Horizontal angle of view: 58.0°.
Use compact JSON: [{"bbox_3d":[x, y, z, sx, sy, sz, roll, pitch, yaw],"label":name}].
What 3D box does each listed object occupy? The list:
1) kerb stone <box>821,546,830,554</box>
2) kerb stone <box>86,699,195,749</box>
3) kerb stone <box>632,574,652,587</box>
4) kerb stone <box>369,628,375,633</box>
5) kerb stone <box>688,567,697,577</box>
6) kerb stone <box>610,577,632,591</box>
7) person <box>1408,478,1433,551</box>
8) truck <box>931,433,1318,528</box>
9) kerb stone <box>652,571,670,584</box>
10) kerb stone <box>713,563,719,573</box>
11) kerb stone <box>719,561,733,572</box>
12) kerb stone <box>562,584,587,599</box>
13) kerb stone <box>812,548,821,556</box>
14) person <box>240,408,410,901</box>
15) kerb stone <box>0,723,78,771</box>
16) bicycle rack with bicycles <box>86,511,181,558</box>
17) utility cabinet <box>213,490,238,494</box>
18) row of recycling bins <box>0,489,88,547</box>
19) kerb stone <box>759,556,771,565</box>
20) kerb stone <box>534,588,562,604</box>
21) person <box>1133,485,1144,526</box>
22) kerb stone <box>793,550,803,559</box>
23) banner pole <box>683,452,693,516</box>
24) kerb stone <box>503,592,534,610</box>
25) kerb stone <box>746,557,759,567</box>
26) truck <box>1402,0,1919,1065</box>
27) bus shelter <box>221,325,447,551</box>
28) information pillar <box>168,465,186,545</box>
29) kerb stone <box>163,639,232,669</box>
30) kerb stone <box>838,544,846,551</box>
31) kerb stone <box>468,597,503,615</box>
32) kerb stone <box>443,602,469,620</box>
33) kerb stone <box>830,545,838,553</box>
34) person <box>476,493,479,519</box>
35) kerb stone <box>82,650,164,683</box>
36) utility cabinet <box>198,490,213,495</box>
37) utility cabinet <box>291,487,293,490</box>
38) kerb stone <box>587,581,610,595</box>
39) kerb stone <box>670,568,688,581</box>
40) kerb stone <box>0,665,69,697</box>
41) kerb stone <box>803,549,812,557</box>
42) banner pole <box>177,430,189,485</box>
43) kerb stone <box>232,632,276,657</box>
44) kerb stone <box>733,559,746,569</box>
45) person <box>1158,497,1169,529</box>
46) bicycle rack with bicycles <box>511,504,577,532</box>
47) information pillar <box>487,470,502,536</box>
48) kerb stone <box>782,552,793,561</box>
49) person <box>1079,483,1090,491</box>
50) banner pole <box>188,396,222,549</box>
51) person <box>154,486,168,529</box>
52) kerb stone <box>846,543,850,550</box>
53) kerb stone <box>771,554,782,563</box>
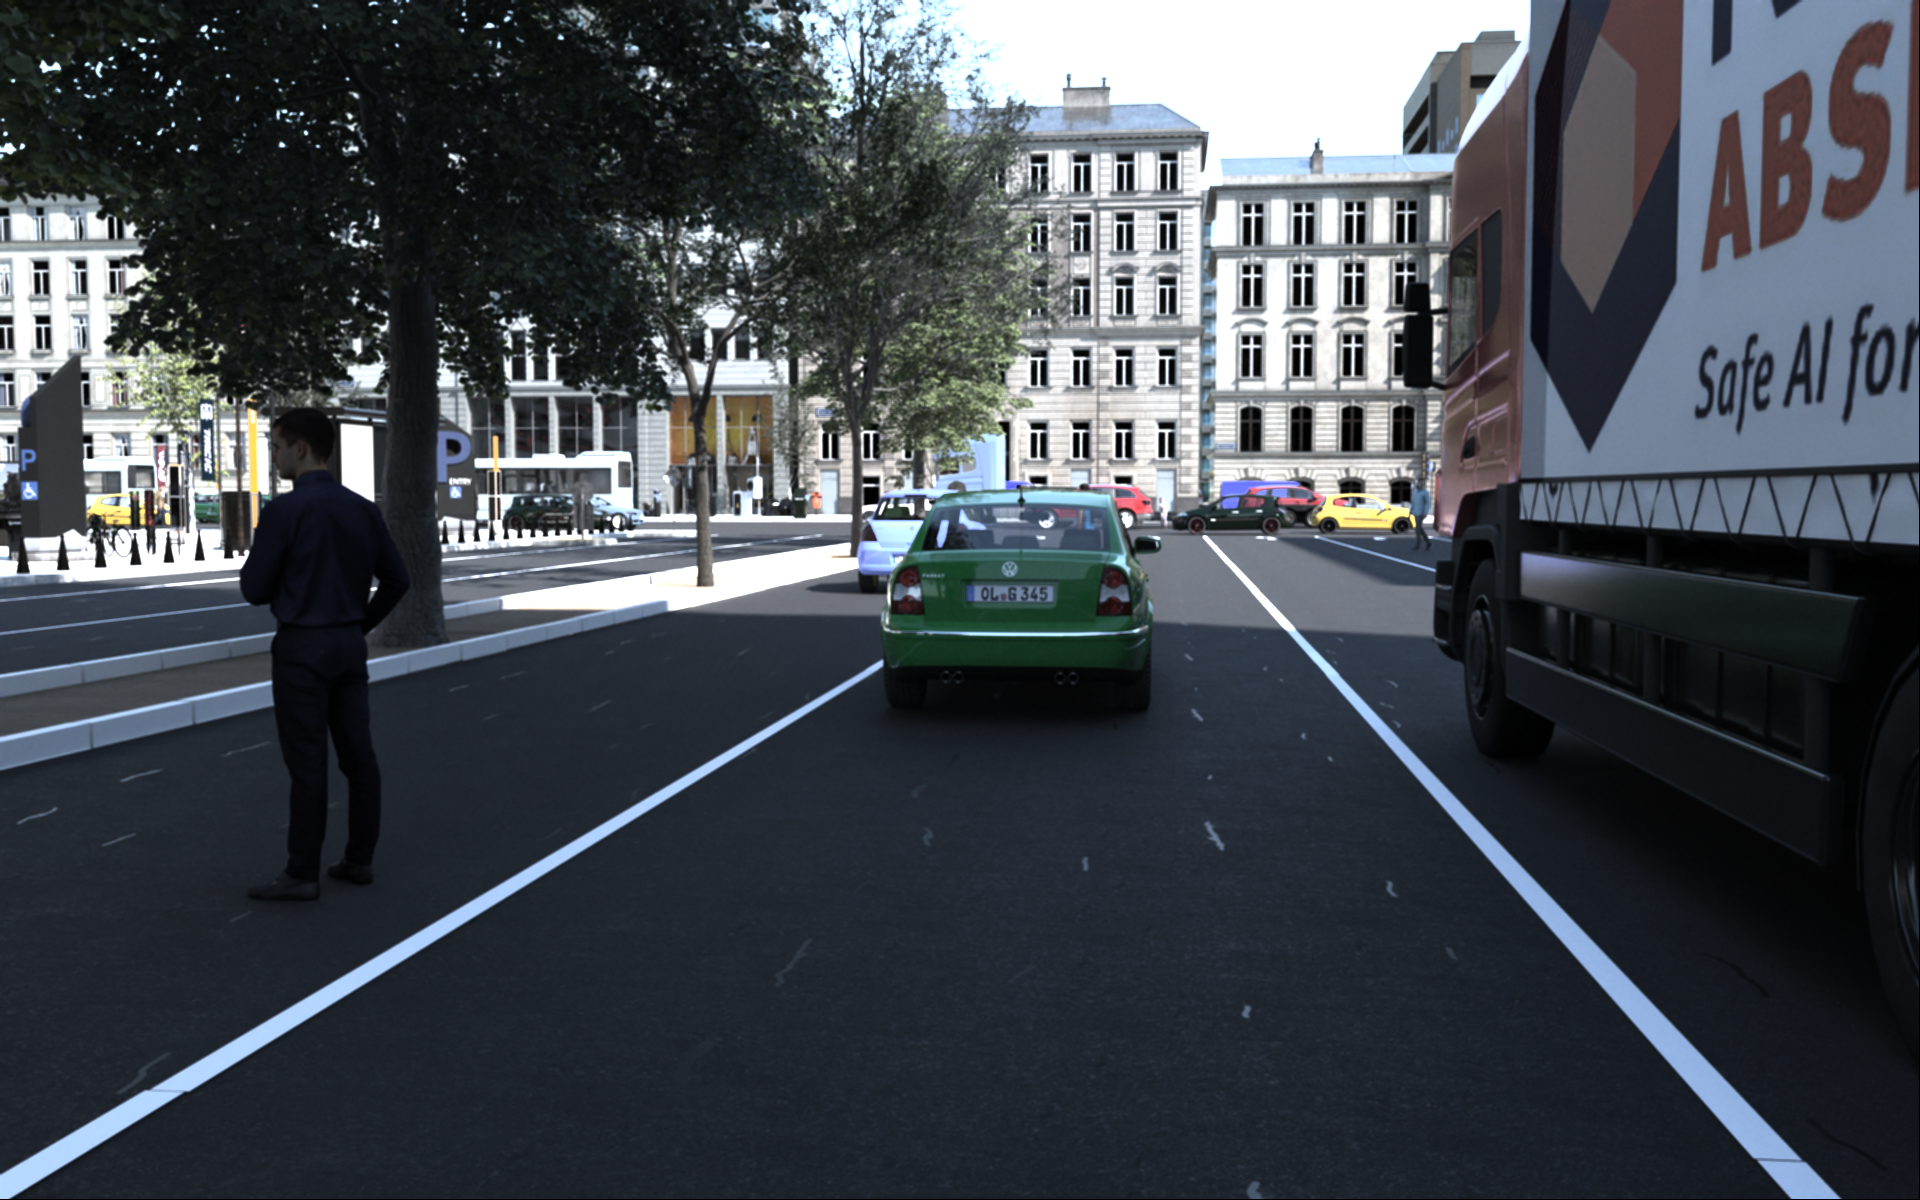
[{"bbox_3d":[-3.312,-1.163,41.203,0.120,0.150,1.000,0,4,7],"label":"kerb stone"},{"bbox_3d":[-4.877,0.733,10.248,0.120,0.150,1.000,0,4,7],"label":"kerb stone"},{"bbox_3d":[-5.018,-0.283,26.864,0.120,0.150,1.000,0,4,7],"label":"kerb stone"},{"bbox_3d":[-6.108,0.278,17.656,0.120,0.150,1.000,0,4,7],"label":"kerb stone"},{"bbox_3d":[-4.656,-0.473,29.935,0.120,0.150,1.000,0,4,7],"label":"kerb stone"},{"bbox_3d":[-5.147,-0.215,25.846,0.120,0.150,1.000,0,4,7],"label":"kerb stone"},{"bbox_3d":[11.638,-2.153,43.566,0.748,1.841,0.638,-1,4,-13],"label":"person"},{"bbox_3d":[7.471,-5.175,74.375,18.799,4.110,2.967,1,4,8],"label":"truck"},{"bbox_3d":[-4.906,-0.342,27.885,0.120,0.150,1.000,0,4,7],"label":"kerb stone"},{"bbox_3d":[-4.539,-0.535,30.955,0.120,0.150,1.000,0,4,7],"label":"kerb stone"},{"bbox_3d":[-4.422,-0.598,31.975,0.120,0.150,1.000,0,4,7],"label":"kerb stone"},{"bbox_3d":[-5.386,-0.098,23.800,0.120,0.150,1.000,0,4,7],"label":"kerb stone"},{"bbox_3d":[-3.435,-1.100,40.184,0.120,0.150,1.000,0,4,7],"label":"kerb stone"},{"bbox_3d":[-2.362,0.179,6.286,0.504,1.737,0.576,1,4,18],"label":"person"},{"bbox_3d":[-4.995,0.794,9.221,0.120,0.150,1.000,0,4,7],"label":"kerb stone"},{"bbox_3d":[-17.392,-1.366,35.715,2.852,0.926,2.925,-3,4,-39],"label":"bicycle rack with bicycles"},{"bbox_3d":[-40.215,-5.287,95.118,1.173,1.500,0.318,0,4,5],"label":"utility cabinet"},{"bbox_3d":[-22.884,-2.152,42.292,3.534,1.692,1.069,1,4,14],"label":"row of recycling bins"},{"bbox_3d":[-4.046,-0.786,35.050,0.120,0.150,1.000,0,4,7],"label":"kerb stone"},{"bbox_3d":[-5.503,-0.036,22.780,0.120,0.150,1.000,0,4,7],"label":"kerb stone"},{"bbox_3d":[8.064,-4.314,78.847,0.655,1.846,0.447,2,4,32],"label":"person"},{"bbox_3d":[-3.685,-0.972,38.133,0.120,0.150,1.000,0,4,7],"label":"kerb stone"},{"bbox_3d":[-16.184,-6.929,103.312,0.401,3.779,0.863,-3,5,-43],"label":"banner pole"},{"bbox_3d":[-5.629,0.027,21.761,0.120,0.150,1.000,0,4,7],"label":"kerb stone"},{"bbox_3d":[-4.172,-0.723,34.023,0.120,0.150,1.000,0,4,7],"label":"kerb stone"},{"bbox_3d":[3.670,-1.040,5.922,2.839,4.237,11.283,0,4,6],"label":"truck"},{"bbox_3d":[-15.581,-4.000,43.039,2.179,5.291,8.768,0,4,7],"label":"bus shelter"},{"bbox_3d":[-19.668,-2.386,43.504,0.304,2.012,0.304,0,4,-7],"label":"information pillar"},{"bbox_3d":[-6.481,0.465,14.587,0.120,0.150,1.000,0,4,7],"label":"kerb stone"},{"bbox_3d":[-3.068,-1.287,43.253,0.120,0.150,1.000,0,4,7],"label":"kerb stone"},{"bbox_3d":[-5.756,0.089,20.737,0.120,0.150,1.000,0,4,7],"label":"kerb stone"},{"bbox_3d":[-5.869,0.158,19.700,0.120,0.150,1.000,0,4,7],"label":"kerb stone"},{"bbox_3d":[-3.198,-1.225,42.224,0.120,0.150,1.000,0,4,7],"label":"kerb stone"},{"bbox_3d":[-20.187,-3.818,71.603,0.565,1.739,0.600,2,4,25],"label":"person"},{"bbox_3d":[-6.598,0.528,13.561,0.120,0.150,1.000,0,4,7],"label":"kerb stone"},{"bbox_3d":[-41.328,-5.298,95.303,0.318,1.500,1.173,2,4,24],"label":"utility cabinet"},{"bbox_3d":[-20.020,-2.697,52.770,0.318,1.500,1.173,0,4,-5],"label":"utility cabinet"},{"bbox_3d":[-5.265,-0.158,24.819,0.120,0.150,1.000,0,4,7],"label":"kerb stone"},{"bbox_3d":[-4.775,-0.411,28.916,0.120,0.150,1.000,0,4,7],"label":"kerb stone"},{"bbox_3d":[-6.724,0.591,12.533,0.120,0.150,1.000,0,4,7],"label":"kerb stone"},{"bbox_3d":[-3.569,-1.038,39.162,0.120,0.150,1.000,0,4,7],"label":"kerb stone"},{"bbox_3d":[-26.647,-4.264,59.731,0.863,3.779,0.401,1,4,19],"label":"banner pole"},{"bbox_3d":[-6.346,0.402,15.616,0.120,0.150,1.000,0,4,7],"label":"kerb stone"},{"bbox_3d":[-4.295,-0.659,32.995,0.120,0.150,1.000,0,4,7],"label":"kerb stone"},{"bbox_3d":[8.321,-3.546,70.756,0.425,1.301,0.394,-1,4,-9],"label":"person"},{"bbox_3d":[-13.849,-2.793,59.040,2.925,0.926,2.852,-2,4,-30],"label":"bicycle rack with bicycles"},{"bbox_3d":[-14.418,-3.007,53.652,0.304,2.012,0.304,1,4,17],"label":"information pillar"},{"bbox_3d":[-3.800,-0.912,37.109,0.120,0.150,1.000,0,4,7],"label":"kerb stone"},{"bbox_3d":[1.967,-1.015,26.960,0.662,1.594,0.647,2,4,30],"label":"person"},{"bbox_3d":[-17.412,-3.079,40.359,0.401,3.779,0.863,1,4,15],"label":"banner pole"},{"bbox_3d":[-30.766,-3.556,66.555,0.836,1.842,0.656,-1,4,-23],"label":"person"},{"bbox_3d":[-2.948,-1.350,44.272,0.120,0.150,1.000,0,4,7],"label":"kerb stone"},{"bbox_3d":[-3.926,-0.844,36.082,0.120,0.150,1.000,0,4,7],"label":"kerb stone"}]
